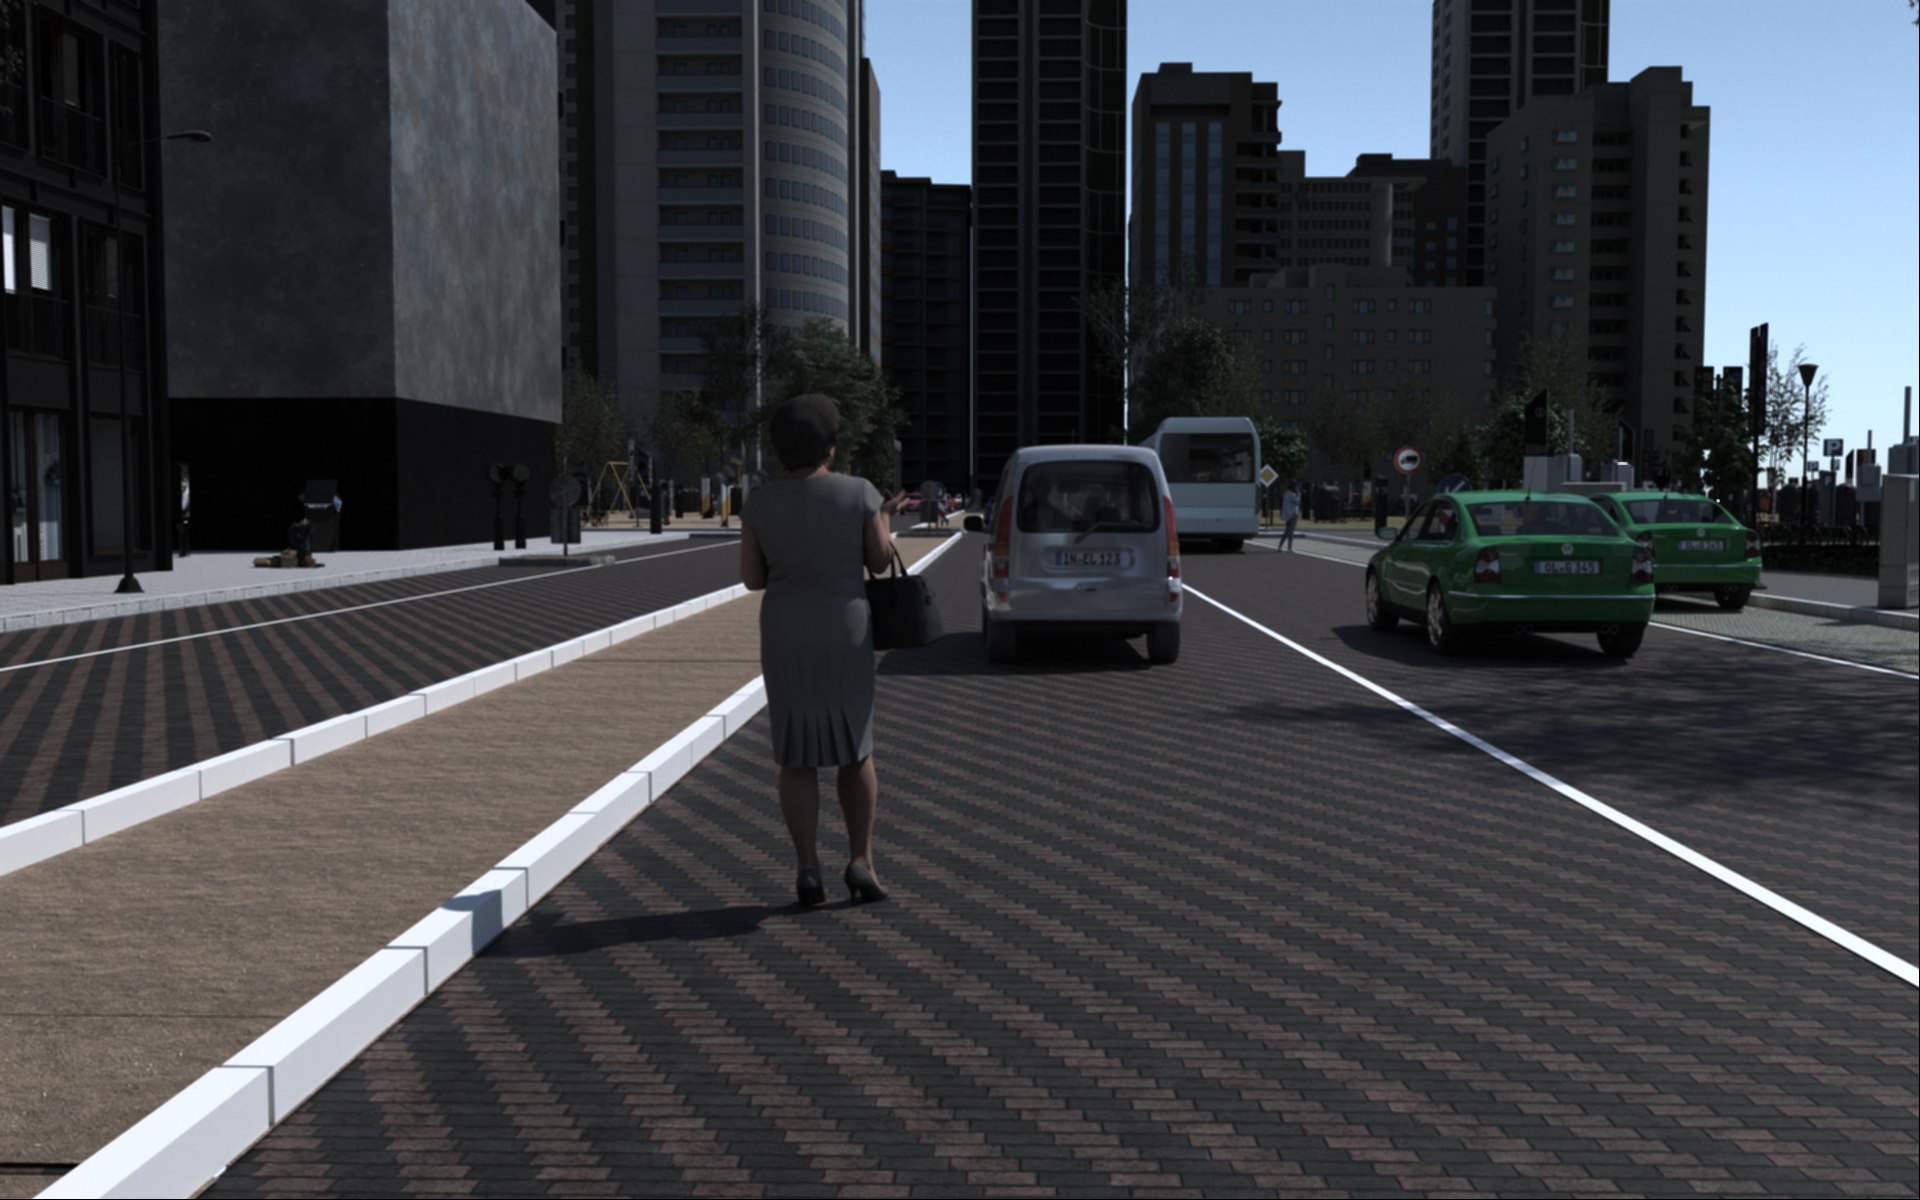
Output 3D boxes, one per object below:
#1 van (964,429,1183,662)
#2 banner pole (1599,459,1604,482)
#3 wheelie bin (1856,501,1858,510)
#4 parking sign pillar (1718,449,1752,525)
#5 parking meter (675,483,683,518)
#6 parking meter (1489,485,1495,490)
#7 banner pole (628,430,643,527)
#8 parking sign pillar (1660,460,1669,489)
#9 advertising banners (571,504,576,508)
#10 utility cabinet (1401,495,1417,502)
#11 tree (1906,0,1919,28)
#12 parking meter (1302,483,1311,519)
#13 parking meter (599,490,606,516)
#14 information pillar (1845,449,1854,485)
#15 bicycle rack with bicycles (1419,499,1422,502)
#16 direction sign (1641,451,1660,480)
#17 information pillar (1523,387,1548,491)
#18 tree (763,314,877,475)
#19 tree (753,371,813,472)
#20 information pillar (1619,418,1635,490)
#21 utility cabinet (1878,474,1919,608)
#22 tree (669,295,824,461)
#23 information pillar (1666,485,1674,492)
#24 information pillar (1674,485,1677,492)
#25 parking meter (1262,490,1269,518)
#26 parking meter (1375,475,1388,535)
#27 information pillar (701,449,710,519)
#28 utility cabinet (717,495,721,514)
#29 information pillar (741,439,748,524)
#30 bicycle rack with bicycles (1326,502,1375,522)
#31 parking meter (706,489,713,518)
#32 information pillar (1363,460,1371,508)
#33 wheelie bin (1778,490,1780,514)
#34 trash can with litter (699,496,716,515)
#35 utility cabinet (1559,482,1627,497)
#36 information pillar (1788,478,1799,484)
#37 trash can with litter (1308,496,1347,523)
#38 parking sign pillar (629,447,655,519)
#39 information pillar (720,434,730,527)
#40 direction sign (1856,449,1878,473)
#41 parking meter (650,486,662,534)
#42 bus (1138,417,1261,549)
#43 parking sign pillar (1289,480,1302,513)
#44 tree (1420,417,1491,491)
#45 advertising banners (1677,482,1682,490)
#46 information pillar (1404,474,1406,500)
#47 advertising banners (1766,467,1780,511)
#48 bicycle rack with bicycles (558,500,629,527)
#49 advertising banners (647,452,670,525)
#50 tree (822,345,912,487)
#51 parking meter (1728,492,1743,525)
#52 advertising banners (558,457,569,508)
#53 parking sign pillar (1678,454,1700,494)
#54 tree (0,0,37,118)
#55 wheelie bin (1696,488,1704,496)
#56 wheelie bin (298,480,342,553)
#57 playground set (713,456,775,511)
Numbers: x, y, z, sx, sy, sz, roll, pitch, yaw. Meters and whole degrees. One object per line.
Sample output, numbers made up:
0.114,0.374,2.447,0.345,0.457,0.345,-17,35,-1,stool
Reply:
1.043,-0.559,16.153,2.013,2.044,4.112,0,4,0,van
43.583,-7.810,117.716,0.401,3.779,0.863,3,5,41,banner pole
56.680,-6.248,110.056,0.980,1.594,0.693,0,4,-6,wheelie bin
32.544,-5.143,72.567,1.447,3.967,1.447,-1,4,-12,parking sign pillar
-14.941,-5.281,92.055,0.399,1.863,0.255,-2,4,-31,parking meter
34.751,-6.567,113.076,0.399,1.863,0.255,2,4,26,parking meter
-12.696,-4.737,67.463,0.401,3.779,0.863,-3,5,-43,banner pole
55.058,-9.028,136.077,1.447,3.967,1.447,-2,4,-24,parking sign pillar
-30.681,-8.497,135.107,2.074,3.025,0.090,3,4,37,advertising banners
30.884,-6.606,119.165,1.020,1.237,0.306,0,4,3,utility cabinet
11.924,-6.354,14.265,12.009,13.543,11.850,0,3,0,tree
17.546,-5.022,87.813,0.255,1.863,0.399,-3,5,-42,parking meter
-20.538,-5.567,99.428,0.372,1.533,0.369,0,3,0,parking meter
46.362,-6.052,90.299,0.183,3.616,0.504,-1,4,-13,information pillar
34.800,-7.243,131.803,2.852,0.926,2.925,1,4,19,bicycle rack with bicycles
36.317,-6.063,91.127,0.876,3.537,0.379,1,4,20,direction sign
12.625,-2.851,37.972,0.504,3.616,0.183,1,4,23,information pillar
-8.671,-11.711,109.598,7.486,12.596,7.792,0,3,0,tree
-9.661,-9.066,98.599,4.360,8.622,3.978,0,3,0,tree
20.469,-3.787,53.280,0.183,3.616,0.504,-3,5,-41,information pillar
10.824,-0.672,19.673,1.173,1.500,0.318,-3,5,-44,utility cabinet
-9.796,-8.939,80.573,8.767,10.594,7.601,2,4,34,tree
54.805,-7.916,133.925,0.304,2.012,0.304,3,5,43,information pillar
57.255,-8.221,138.897,0.304,2.012,0.304,-2,4,-25,information pillar
16.684,-5.265,94.501,0.372,1.533,0.369,0,3,0,parking meter
13.122,-2.950,53.952,0.255,1.863,0.399,-1,4,-11,parking meter
-13.146,-5.998,89.421,0.504,3.616,0.183,2,4,35,information pillar
-14.773,-5.988,109.073,1.020,1.237,0.306,1,4,15,utility cabinet
-9.151,-5.030,73.598,0.183,3.616,0.504,-2,4,-26,information pillar
18.545,-4.143,81.125,2.925,0.926,2.852,0,4,-8,bicycle rack with bicycles
-13.209,-5.078,91.442,0.372,1.533,0.369,0,3,0,parking meter
27.191,-7.606,115.708,0.504,3.616,0.183,2,4,23,information pillar
58.329,-7.077,123.615,0.980,1.594,0.693,-2,4,-24,wheelie bin
-15.190,-5.680,104.249,1.055,1.170,0.624,0,4,7,trash can with litter
11.965,-1.476,32.814,1.173,1.500,0.318,3,4,39,utility cabinet
36.992,-4.430,76.919,0.304,2.012,0.304,-1,4,-22,information pillar
16.216,-4.005,76.539,2.233,1.210,1.678,-2,4,-24,trash can with litter
-16.591,-6.235,90.413,1.447,3.967,1.447,-1,4,-19,parking sign pillar
-9.170,-4.668,67.680,0.183,3.616,0.504,2,4,31,information pillar
45.692,-5.836,87.417,0.876,3.537,0.379,1,4,12,direction sign
-9.807,-2.901,55.846,0.372,1.533,0.369,0,3,0,parking meter
6.326,-3.260,48.154,2.948,3.499,13.247,0,4,4,bus
22.809,-7.972,118.818,1.447,3.967,1.447,0,4,6,parking sign pillar
12.669,-3.003,43.704,1.663,3.219,1.824,0,3,0,tree
44.606,-6.715,105.975,2.074,3.025,0.090,-1,4,-21,advertising banners
27.486,-7.045,106.537,0.183,3.616,0.504,-1,4,-19,information pillar
53.366,-7.103,112.323,2.074,3.025,0.090,2,4,31,advertising banners
-14.940,-3.349,68.136,2.852,0.926,2.925,2,4,27,bicycle rack with bicycles
-12.554,-4.639,72.043,0.090,3.025,2.074,-2,4,-35,advertising banners
-8.309,-13.248,133.619,9.611,12.733,9.660,0,3,0,tree
22.850,-2.607,51.036,0.372,1.533,0.369,0,3,0,parking meter
-18.748,-5.233,81.746,0.090,3.025,2.074,-1,4,-22,advertising banners
45.935,-7.379,109.126,1.447,3.967,1.447,-3,5,-43,parking sign pillar
-11.138,-4.001,15.775,4.360,8.622,3.978,0,3,0,tree
39.486,-5.202,92.961,0.693,1.594,0.980,-2,4,-28,wheelie bin
-14.073,-1.851,38.172,0.980,1.594,0.693,0,4,-3,wheelie bin
-16.970,-8.828,131.118,5.637,4.214,5.302,0,4,1,playground set
